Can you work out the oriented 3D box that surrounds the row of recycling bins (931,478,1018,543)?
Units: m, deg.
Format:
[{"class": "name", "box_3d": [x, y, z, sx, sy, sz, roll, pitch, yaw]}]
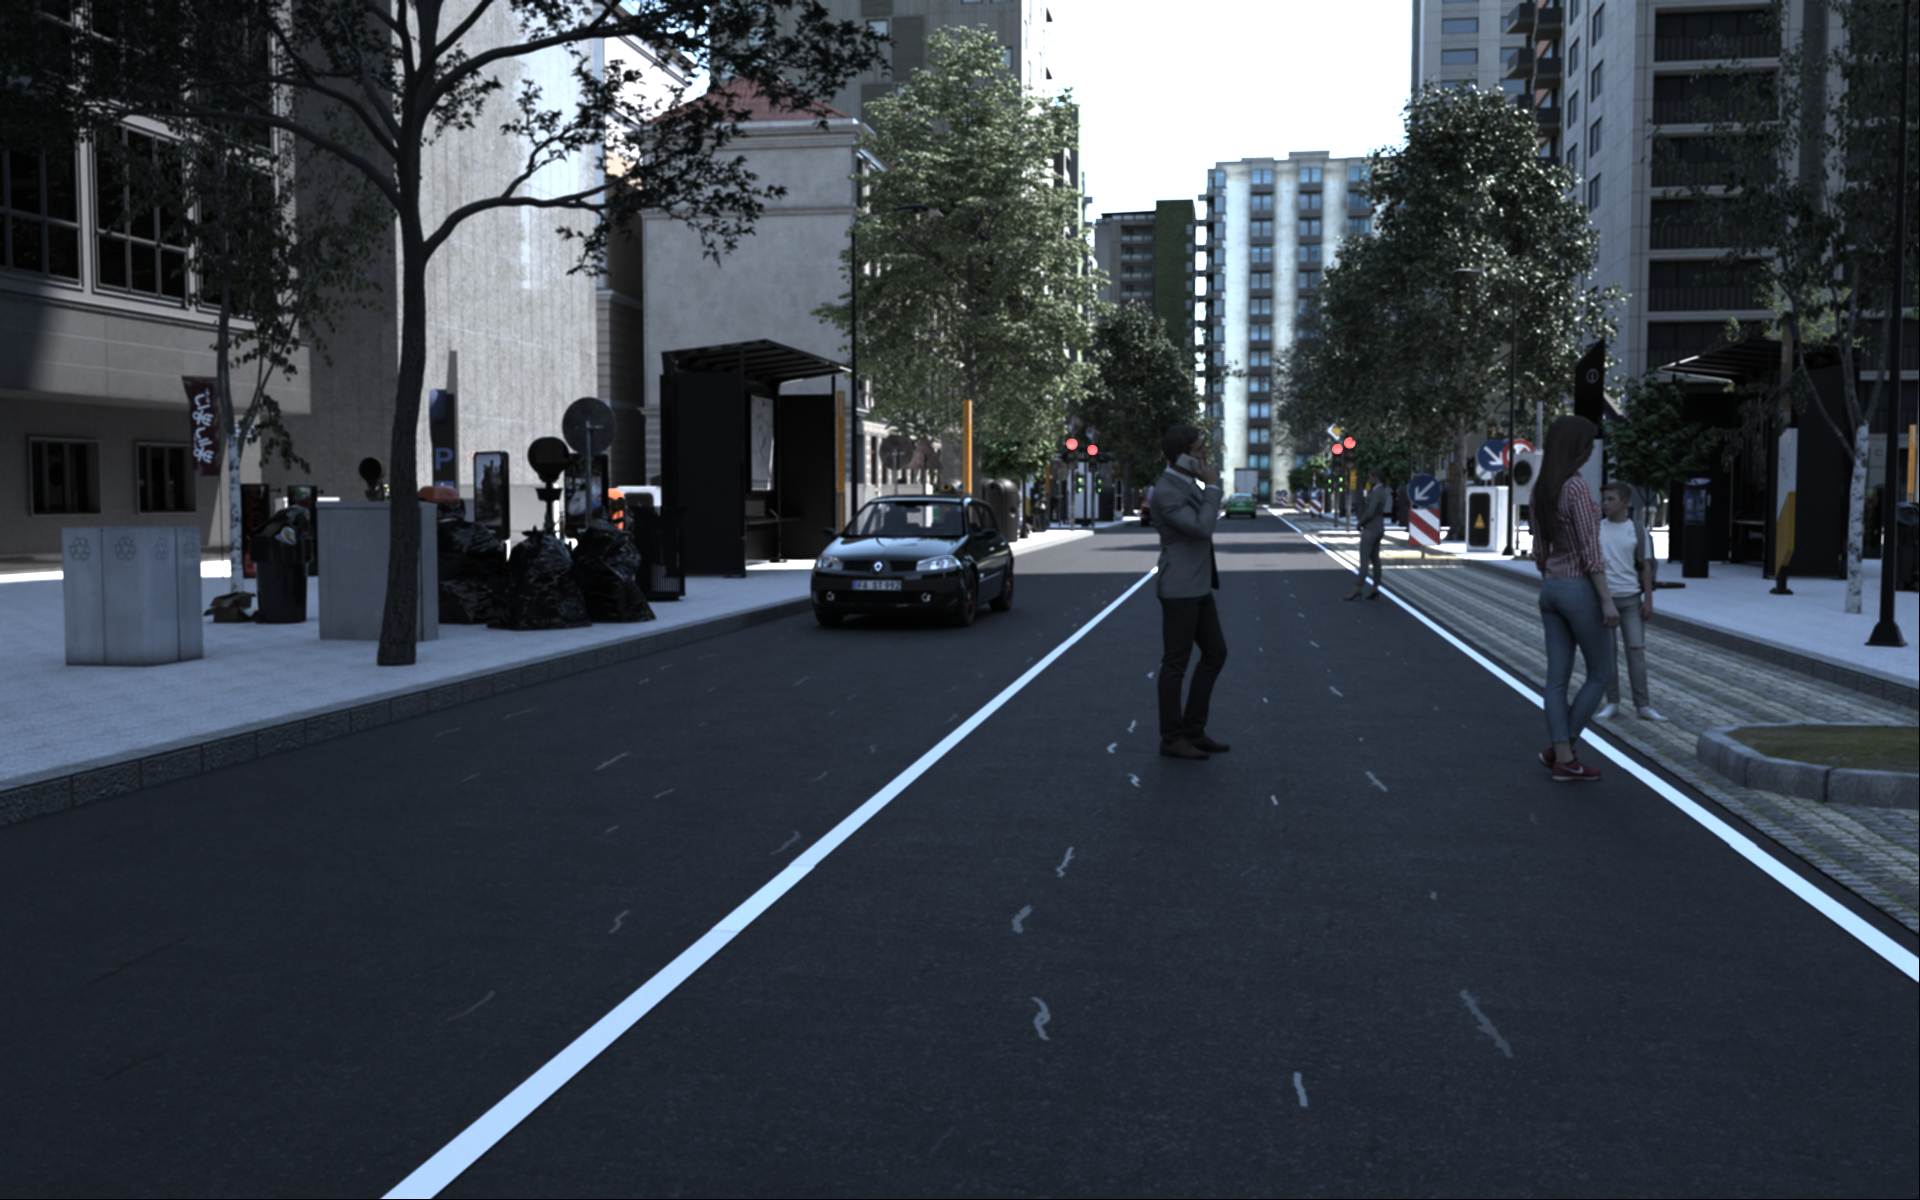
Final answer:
[{"class": "row of recycling bins", "box_3d": [0.490, -2.434, 46.916, 1.069, 1.692, 3.534, -2, 4, -28]}]

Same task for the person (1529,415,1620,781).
[{"class": "person", "box_3d": [3.077, -0.008, 8.646, 0.388, 1.821, 0.555, -2, 4, -25]}]

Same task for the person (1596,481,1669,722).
[{"class": "person", "box_3d": [4.210, 0.007, 10.982, 0.503, 1.515, 0.523, 0, 4, -8]}]

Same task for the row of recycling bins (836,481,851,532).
[{"class": "row of recycling bins", "box_3d": [-3.728, -2.869, 54.014, 1.069, 1.692, 3.534, 0, 4, 1]}]

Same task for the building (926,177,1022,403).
[{"class": "building", "box_3d": [-2.434, -18.367, 129.977, 12.332, 23.373, 15.834, 1, 4, 9]}]

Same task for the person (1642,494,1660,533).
[{"class": "person", "box_3d": [23.636, -3.101, 59.395, 0.606, 1.804, 0.583, 1, 4, 11]}]

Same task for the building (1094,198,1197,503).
[{"class": "building", "box_3d": [25.883, -34.191, 242.610, 14.086, 41.232, 14.154, 1, 4, 9]}]

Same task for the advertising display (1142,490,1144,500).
[{"class": "advertising display", "box_3d": [13.875, -7.703, 131.164, 0.123, 1.923, 0.974, 1, 4, 8]}]

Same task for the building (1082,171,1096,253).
[{"class": "building", "box_3d": [4.406, -38.592, 250.589, 30.456, 49.044, 23.786, 1, 4, 9]}]

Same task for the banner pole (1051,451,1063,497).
[{"class": "banner pole", "box_3d": [4.921, -6.047, 88.887, 0.863, 3.779, 0.401, 2, 4, 34]}]

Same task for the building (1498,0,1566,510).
[{"class": "building", "box_3d": [47.361, -27.965, 111.848, 22.147, 44.769, 28.867, 1, 4, 9]}]

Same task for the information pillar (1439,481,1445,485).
[{"class": "information pillar", "box_3d": [26.587, -5.584, 95.792, 0.304, 2.012, 0.304, -3, 5, -41]}]

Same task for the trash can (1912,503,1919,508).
[{"class": "trash can", "box_3d": [16.204, -1.050, 28.828, 0.748, 1.137, 0.748, 0, 3, 0]}]

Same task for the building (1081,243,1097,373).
[{"class": "building", "box_3d": [8.649, -26.291, 201.561, 14.107, 30.474, 14.160, 1, 4, 9]}]

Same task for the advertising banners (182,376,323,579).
[{"class": "advertising banners", "box_3d": [-10.730, -1.845, 26.355, 2.074, 3.025, 0.090, -3, 5, -42]}]

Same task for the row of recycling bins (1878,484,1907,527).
[{"class": "row of recycling bins", "box_3d": [36.046, -3.769, 68.737, 3.534, 1.692, 1.069, 2, 4, 32]}]

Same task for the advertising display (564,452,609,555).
[{"class": "advertising display", "box_3d": [-5.841, -1.338, 27.090, 0.974, 1.923, 0.123, 3, 5, 41]}]

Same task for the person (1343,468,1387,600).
[{"class": "person", "box_3d": [5.506, -0.903, 23.536, 0.573, 1.790, 0.520, 1, 4, 10]}]

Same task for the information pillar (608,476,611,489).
[{"class": "information pillar", "box_3d": [-14.579, -4.104, 71.588, 0.304, 2.012, 0.304, 0, 4, -3]}]

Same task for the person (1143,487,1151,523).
[{"class": "person", "box_3d": [9.326, -4.730, 86.005, 0.590, 1.801, 0.661, 0, 4, -2]}]

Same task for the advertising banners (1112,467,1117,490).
[{"class": "advertising banners", "box_3d": [8.918, -6.919, 109.314, 2.074, 3.025, 0.090, 1, 4, 16]}]

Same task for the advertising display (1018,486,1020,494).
[{"class": "advertising display", "box_3d": [4.192, -7.419, 126.512, 0.974, 1.923, 0.123, 1, 4, 17]}]

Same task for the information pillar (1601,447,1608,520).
[{"class": "information pillar", "box_3d": [9.992, -1.393, 27.274, 0.304, 2.012, 0.304, 3, 5, 39]}]

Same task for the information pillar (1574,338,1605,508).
[{"class": "information pillar", "box_3d": [9.558, -2.140, 26.343, 0.183, 3.616, 0.504, -2, 4, -32]}]

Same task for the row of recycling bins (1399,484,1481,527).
[{"class": "row of recycling bins", "box_3d": [18.780, -3.704, 67.674, 3.534, 1.692, 1.069, -1, 4, -15]}]

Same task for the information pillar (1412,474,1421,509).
[{"class": "information pillar", "box_3d": [16.951, -3.660, 64.325, 0.304, 2.012, 0.304, 2, 4, 27]}]

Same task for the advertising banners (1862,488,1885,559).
[{"class": "advertising banners", "box_3d": [17.588, -2.360, 34.774, 0.090, 3.025, 2.074, -2, 4, -34]}]

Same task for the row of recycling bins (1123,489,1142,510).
[{"class": "row of recycling bins", "box_3d": [14.614, -7.953, 137.136, 3.534, 1.692, 1.069, 1, 4, 22]}]

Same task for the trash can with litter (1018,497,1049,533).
[{"class": "trash can with litter", "box_3d": [2.382, -2.801, 57.186, 1.055, 1.170, 0.624, 1, 4, 21]}]

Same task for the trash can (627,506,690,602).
[{"class": "trash can", "box_3d": [-3.613, -0.561, 20.819, 0.748, 1.137, 0.748, 0, 3, 0]}]

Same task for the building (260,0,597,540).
[{"class": "building", "box_3d": [-21.345, -13.921, 45.630, 19.932, 24.808, 12.078, 1, 4, 9]}]

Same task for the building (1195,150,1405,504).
[{"class": "building", "box_3d": [48.704, -38.181, 243.869, 30.456, 49.044, 23.786, 1, 4, 9]}]

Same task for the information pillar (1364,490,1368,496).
[{"class": "information pillar", "box_3d": [32.554, -9.044, 139.228, 0.504, 3.616, 0.183, -1, 4, -19]}]

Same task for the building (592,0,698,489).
[{"class": "building", "box_3d": [-25.159, -18.568, 89.495, 20.117, 28.700, 13.634, 1, 4, 9]}]

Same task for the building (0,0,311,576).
[{"class": "building", "box_3d": [-21.103, -14.009, 22.547, 14.314, 27.812, 24.014, 1, 4, 9]}]

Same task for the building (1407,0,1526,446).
[{"class": "building", "box_3d": [58.644, -39.328, 185.013, 21.231, 58.520, 28.212, 1, 4, 9]}]

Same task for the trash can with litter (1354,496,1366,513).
[{"class": "trash can with litter", "box_3d": [27.770, -6.653, 120.157, 0.624, 1.170, 1.055, -3, 5, -43]}]

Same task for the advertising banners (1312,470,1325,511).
[{"class": "advertising banners", "box_3d": [26.186, -7.925, 125.768, 0.090, 3.025, 2.074, -2, 4, -25]}]

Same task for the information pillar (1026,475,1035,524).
[{"class": "information pillar", "box_3d": [2.878, -4.976, 72.719, 0.504, 3.616, 0.183, 2, 4, 27]}]

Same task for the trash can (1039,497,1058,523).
[{"class": "trash can", "box_3d": [3.705, -3.951, 76.246, 0.748, 1.137, 0.748, 0, 3, 0]}]

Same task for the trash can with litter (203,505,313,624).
[{"class": "trash can with litter", "box_3d": [-7.014, -0.359, 17.259, 1.055, 1.170, 0.624, 0, 4, 5]}]

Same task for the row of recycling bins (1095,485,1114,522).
[{"class": "row of recycling bins", "box_3d": [6.486, -4.564, 81.732, 1.069, 1.692, 3.534, -1, 4, -11]}]

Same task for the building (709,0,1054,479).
[{"class": "building", "box_3d": [-6.008, -34.808, 158.346, 28.713, 52.752, 27.495, 1, 4, 9]}]

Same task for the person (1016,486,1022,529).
[{"class": "person", "box_3d": [2.103, -3.410, 64.795, 0.519, 1.759, 0.362, 3, 5, 42]}]

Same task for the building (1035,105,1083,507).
[{"class": "building", "box_3d": [4.923, -30.234, 177.926, 14.154, 41.232, 14.086, 1, 4, 9]}]

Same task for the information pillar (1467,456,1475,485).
[{"class": "information pillar", "box_3d": [31.377, -7.038, 106.423, 0.183, 3.616, 0.504, -3, 5, -40]}]

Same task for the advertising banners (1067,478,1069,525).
[{"class": "advertising banners", "box_3d": [4.445, -4.596, 71.338, 0.090, 3.025, 2.074, 0, 4, 5]}]

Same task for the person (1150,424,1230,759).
[{"class": "person", "box_3d": [1.265, -0.047, 9.448, 0.473, 1.802, 0.592, 2, 4, 31]}]

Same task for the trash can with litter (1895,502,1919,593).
[{"class": "trash can with litter", "box_3d": [12.667, -0.695, 22.751, 0.624, 1.170, 1.055, 0, 4, -8]}]

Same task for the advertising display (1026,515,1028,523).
[{"class": "advertising display", "box_3d": [2.886, -4.237, 74.481, 0.123, 1.923, 0.974, 1, 4, 18]}]

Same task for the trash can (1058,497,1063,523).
[{"class": "trash can", "box_3d": [4.344, -4.074, 78.265, 0.748, 1.137, 0.748, 0, 3, 0]}]

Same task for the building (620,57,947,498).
[{"class": "building", "box_3d": [-8.345, -15.550, 90.397, 11.583, 22.565, 21.152, 1, 4, 9]}]

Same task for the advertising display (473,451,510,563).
[{"class": "advertising display", "box_3d": [-7.123, -1.293, 26.355, 0.123, 1.923, 0.974, -3, 5, -40]}]

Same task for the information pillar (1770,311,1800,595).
[{"class": "information pillar", "box_3d": [10.535, -1.878, 22.055, 0.183, 3.616, 0.504, 1, 4, 9]}]

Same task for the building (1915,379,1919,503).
[{"class": "building", "box_3d": [33.203, -43.577, 25.160, 22.319, 86.520, 31.000, 1, 4, 9]}]

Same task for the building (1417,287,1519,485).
[{"class": "building", "box_3d": [56.972, -19.113, 157.529, 27.650, 21.520, 28.899, 1, 4, 9]}]

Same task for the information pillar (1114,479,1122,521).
[{"class": "information pillar", "box_3d": [7.687, -4.871, 84.140, 0.304, 2.012, 0.304, -1, 4, -12]}]

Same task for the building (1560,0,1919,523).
[{"class": "building", "box_3d": [41.005, -39.318, 81.095, 20.611, 71.187, 20.563, 1, 4, 9]}]

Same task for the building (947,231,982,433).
[{"class": "building", "box_3d": [-5.845, -16.833, 111.384, 11.583, 22.565, 21.152, 1, 4, 9]}]
